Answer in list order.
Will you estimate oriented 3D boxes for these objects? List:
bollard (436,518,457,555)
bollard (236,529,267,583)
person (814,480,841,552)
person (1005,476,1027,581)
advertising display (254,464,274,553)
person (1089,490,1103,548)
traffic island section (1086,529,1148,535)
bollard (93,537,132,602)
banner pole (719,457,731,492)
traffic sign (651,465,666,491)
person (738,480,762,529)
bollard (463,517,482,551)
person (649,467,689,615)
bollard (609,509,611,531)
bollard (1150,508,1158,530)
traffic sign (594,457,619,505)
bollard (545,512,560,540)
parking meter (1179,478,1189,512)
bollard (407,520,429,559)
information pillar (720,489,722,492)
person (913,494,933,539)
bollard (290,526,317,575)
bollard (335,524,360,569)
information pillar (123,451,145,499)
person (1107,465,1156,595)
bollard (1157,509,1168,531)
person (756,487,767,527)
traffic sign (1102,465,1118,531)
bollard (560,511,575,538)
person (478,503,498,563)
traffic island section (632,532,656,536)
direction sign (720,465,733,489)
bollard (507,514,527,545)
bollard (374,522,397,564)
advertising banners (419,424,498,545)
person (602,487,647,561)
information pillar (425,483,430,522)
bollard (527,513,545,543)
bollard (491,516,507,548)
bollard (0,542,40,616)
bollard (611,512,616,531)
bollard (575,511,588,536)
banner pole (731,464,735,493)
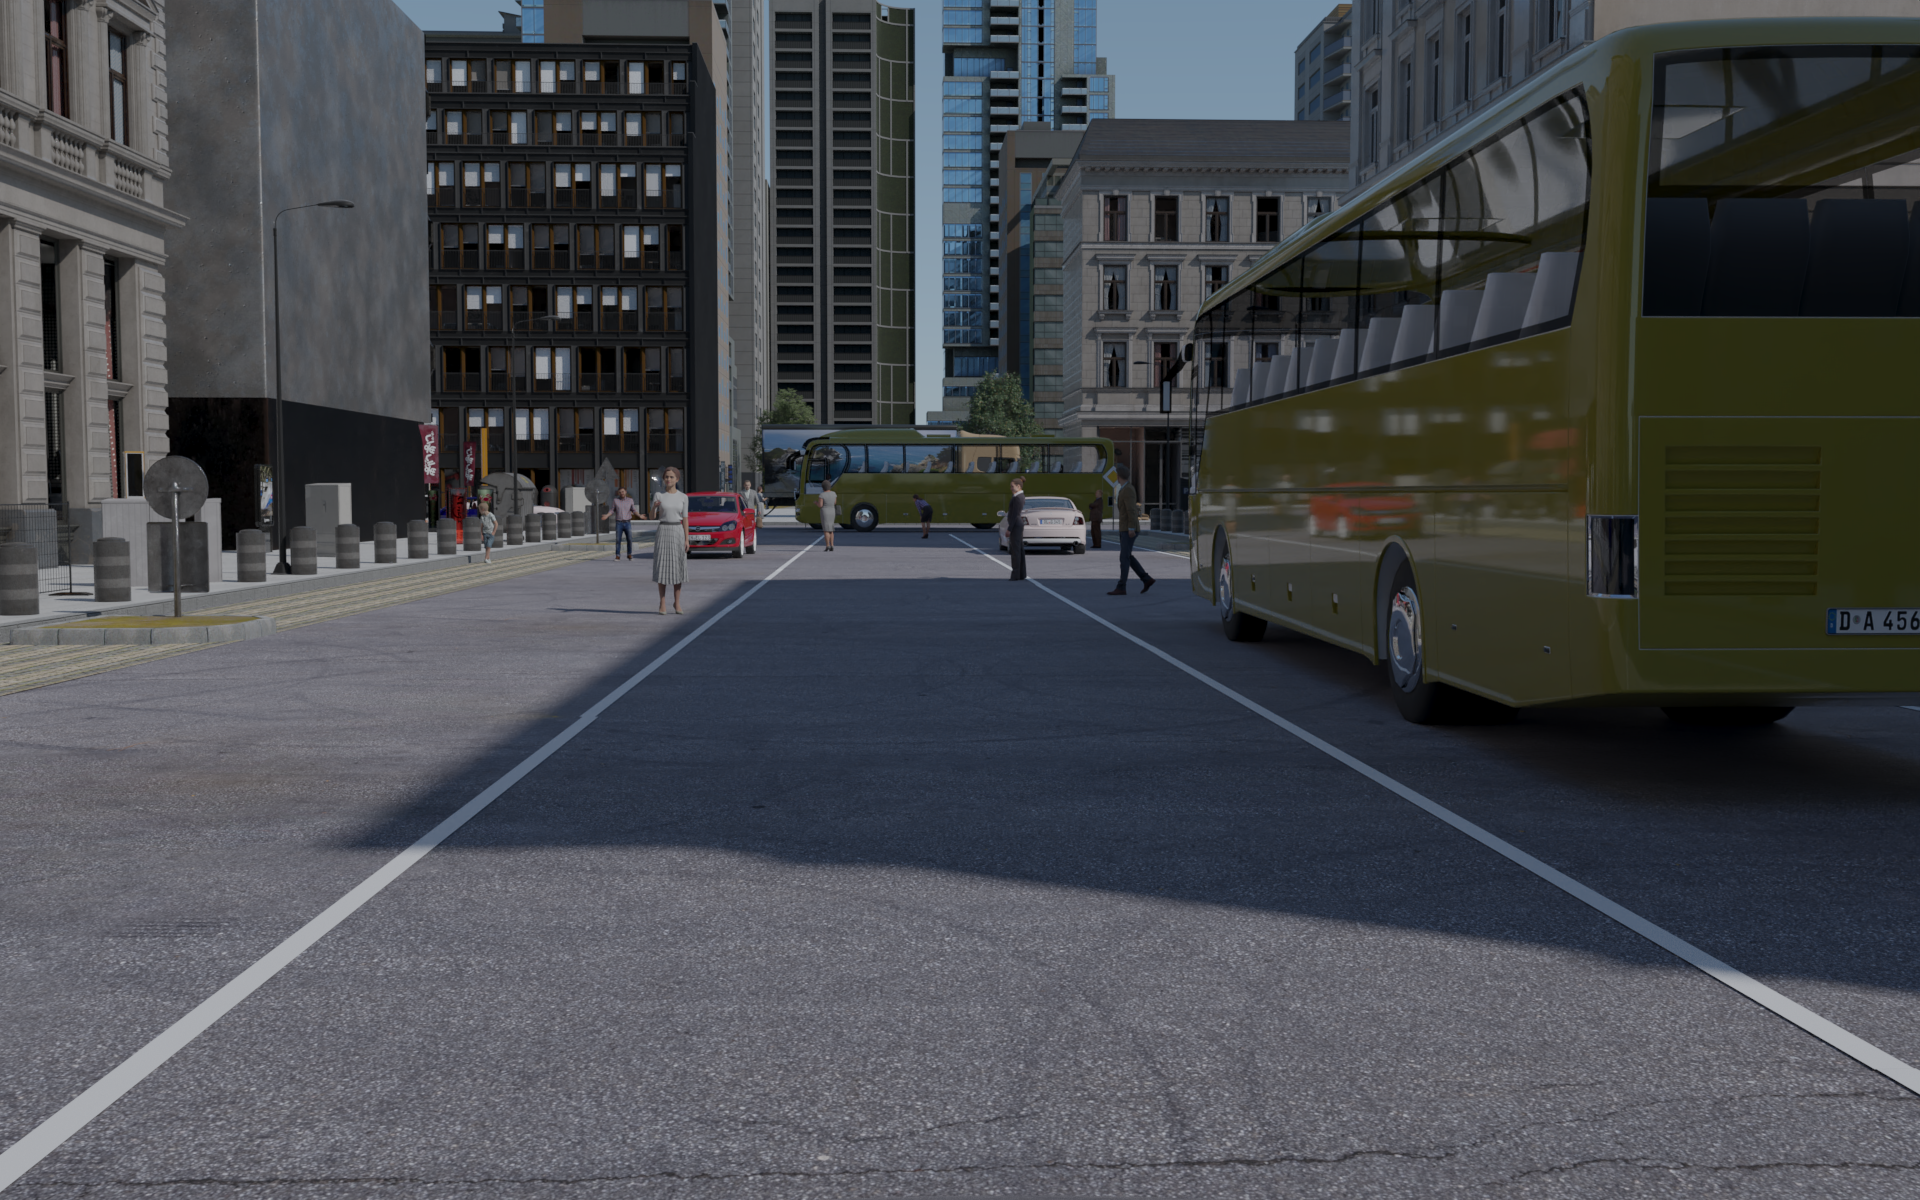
[{"bbox_3d":[-10.887,-1.346,36.725,0.404,0.777,0.398,0,3,0],"label":"bollard"},{"bbox_3d":[-10.345,-0.646,25.281,0.404,0.777,0.398,0,3,0],"label":"bollard"},{"bbox_3d":[-3.294,-2.106,43.290,0.716,1.782,0.532,-3,4,-39],"label":"person"},{"bbox_3d":[0.876,-1.199,28.913,0.445,1.727,0.742,-1,4,-19],"label":"person"},{"bbox_3d":[-15.159,-1.990,37.747,0.123,1.923,0.974,0,4,-6],"label":"advertising display"},{"bbox_3d":[3.586,-2.139,45.747,0.388,1.546,0.482,0,3,0],"label":"person"},{"bbox_3d":[5.413,-2.367,60.976,2.009,0.180,2.903,0,4,-3],"label":"traffic island section"},{"bbox_3d":[-10.131,-0.366,20.696,0.404,0.777,0.398,0,3,0],"label":"bollard"},{"bbox_3d":[-15.897,-7.672,115.447,0.863,3.779,0.401,3,5,44],"label":"banner pole"},{"bbox_3d":[-10.337,-3.458,60.180,0.795,2.450,0.064,0,4,-3],"label":"traffic sign"},{"bbox_3d":[-5.764,-2.367,47.327,0.709,1.813,0.853,-1,4,-11],"label":"person"},{"bbox_3d":[-10.991,-1.486,39.010,0.404,0.777,0.398,0,3,0],"label":"bollard"},{"bbox_3d":[-3.438,-0.702,20.545,0.480,1.755,0.524,-1,4,-21],"label":"person"},{"bbox_3d":[-11.856,-2.604,57.294,0.404,0.777,0.398,0,3,0],"label":"bollard"},{"bbox_3d":[7.000,-2.884,61.871,0.404,0.777,0.398,0,3,0],"label":"bollard"},{"bbox_3d":[-12.449,-3.732,61.030,0.884,2.594,0.081,0,4,-1],"label":"traffic sign"},{"bbox_3d":[-11.424,-2.045,48.155,0.404,0.777,0.398,0,3,0],"label":"bollard"},{"bbox_3d":[8.031,-3.424,61.694,0.399,1.863,0.255,0,4,-8],"label":"parking meter"},{"bbox_3d":[-10.779,-1.206,34.440,0.404,0.777,0.398,0,3,0],"label":"bollard"},{"bbox_3d":[-18.946,-8.078,136.560,0.304,2.012,0.304,-1,4,-22],"label":"information pillar"},{"bbox_3d":[-1.210,-2.688,55.686,0.697,1.427,0.421,2,4,31],"label":"person"},{"bbox_3d":[-10.452,-0.787,27.578,0.404,0.777,0.398,0,3,0],"label":"bollard"},{"bbox_3d":[-10.561,-0.926,29.862,0.404,0.777,0.398,0,3,0],"label":"bollard"},{"bbox_3d":[-14.288,-1.560,29.995,0.304,2.012,0.304,-2,4,-32],"label":"information pillar"},{"bbox_3d":[2.420,-0.998,24.735,0.836,1.842,0.656,-2,4,-26],"label":"person"},{"bbox_3d":[7.109,-2.744,59.587,0.404,0.777,0.398,0,3,0],"label":"bollard"},{"bbox_3d":[-8.622,-4.055,75.372,0.480,1.755,0.524,3,5,40],"label":"person"},{"bbox_3d":[5.390,-3.502,60.898,0.795,2.450,0.064,0,4,-3],"label":"traffic sign"},{"bbox_3d":[-11.531,-2.185,50.440,0.404,0.777,0.398,0,3,0],"label":"bollard"},{"bbox_3d":[-9.718,-1.375,35.664,0.352,1.250,0.332,-3,4,-37],"label":"person"},{"bbox_3d":[-10.361,-2.322,60.241,2.009,0.180,2.903,0,4,-3],"label":"traffic island section"},{"bbox_3d":[-17.871,-8.611,132.794,0.876,3.537,0.379,0,4,5],"label":"direction sign"},{"bbox_3d":[-11.209,-1.765,43.580,0.404,0.777,0.398,0,3,0],"label":"bollard"},{"bbox_3d":[-10.670,-1.067,32.155,0.404,0.777,0.398,0,3,0],"label":"bollard"},{"bbox_3d":[-12.731,-2.922,43.968,2.074,3.025,0.090,-3,5,-41],"label":"advertising banners"},{"bbox_3d":[-7.215,-1.628,37.072,0.963,1.587,0.435,-1,4,-23],"label":"person"},{"bbox_3d":[-18.671,-3.420,60.406,0.304,2.012,0.304,-3,4,-36],"label":"information pillar"},{"bbox_3d":[-11.312,-1.905,45.865,0.404,0.777,0.398,0,3,0],"label":"bollard"},{"bbox_3d":[-11.100,-1.626,41.295,0.404,0.777,0.398,0,3,0],"label":"bollard"},{"bbox_3d":[-10.021,-0.226,18.411,0.404,0.777,0.398,0,3,0],"label":"bollard"},{"bbox_3d":[-11.964,-2.744,59.585,0.404,0.777,0.398,0,3,0],"label":"bollard"},{"bbox_3d":[-11.641,-2.325,52.725,0.404,0.777,0.398,0,3,0],"label":"bollard"},{"bbox_3d":[-19.094,-9.500,145.347,0.863,3.779,0.401,3,4,36],"label":"banner pole"}]
